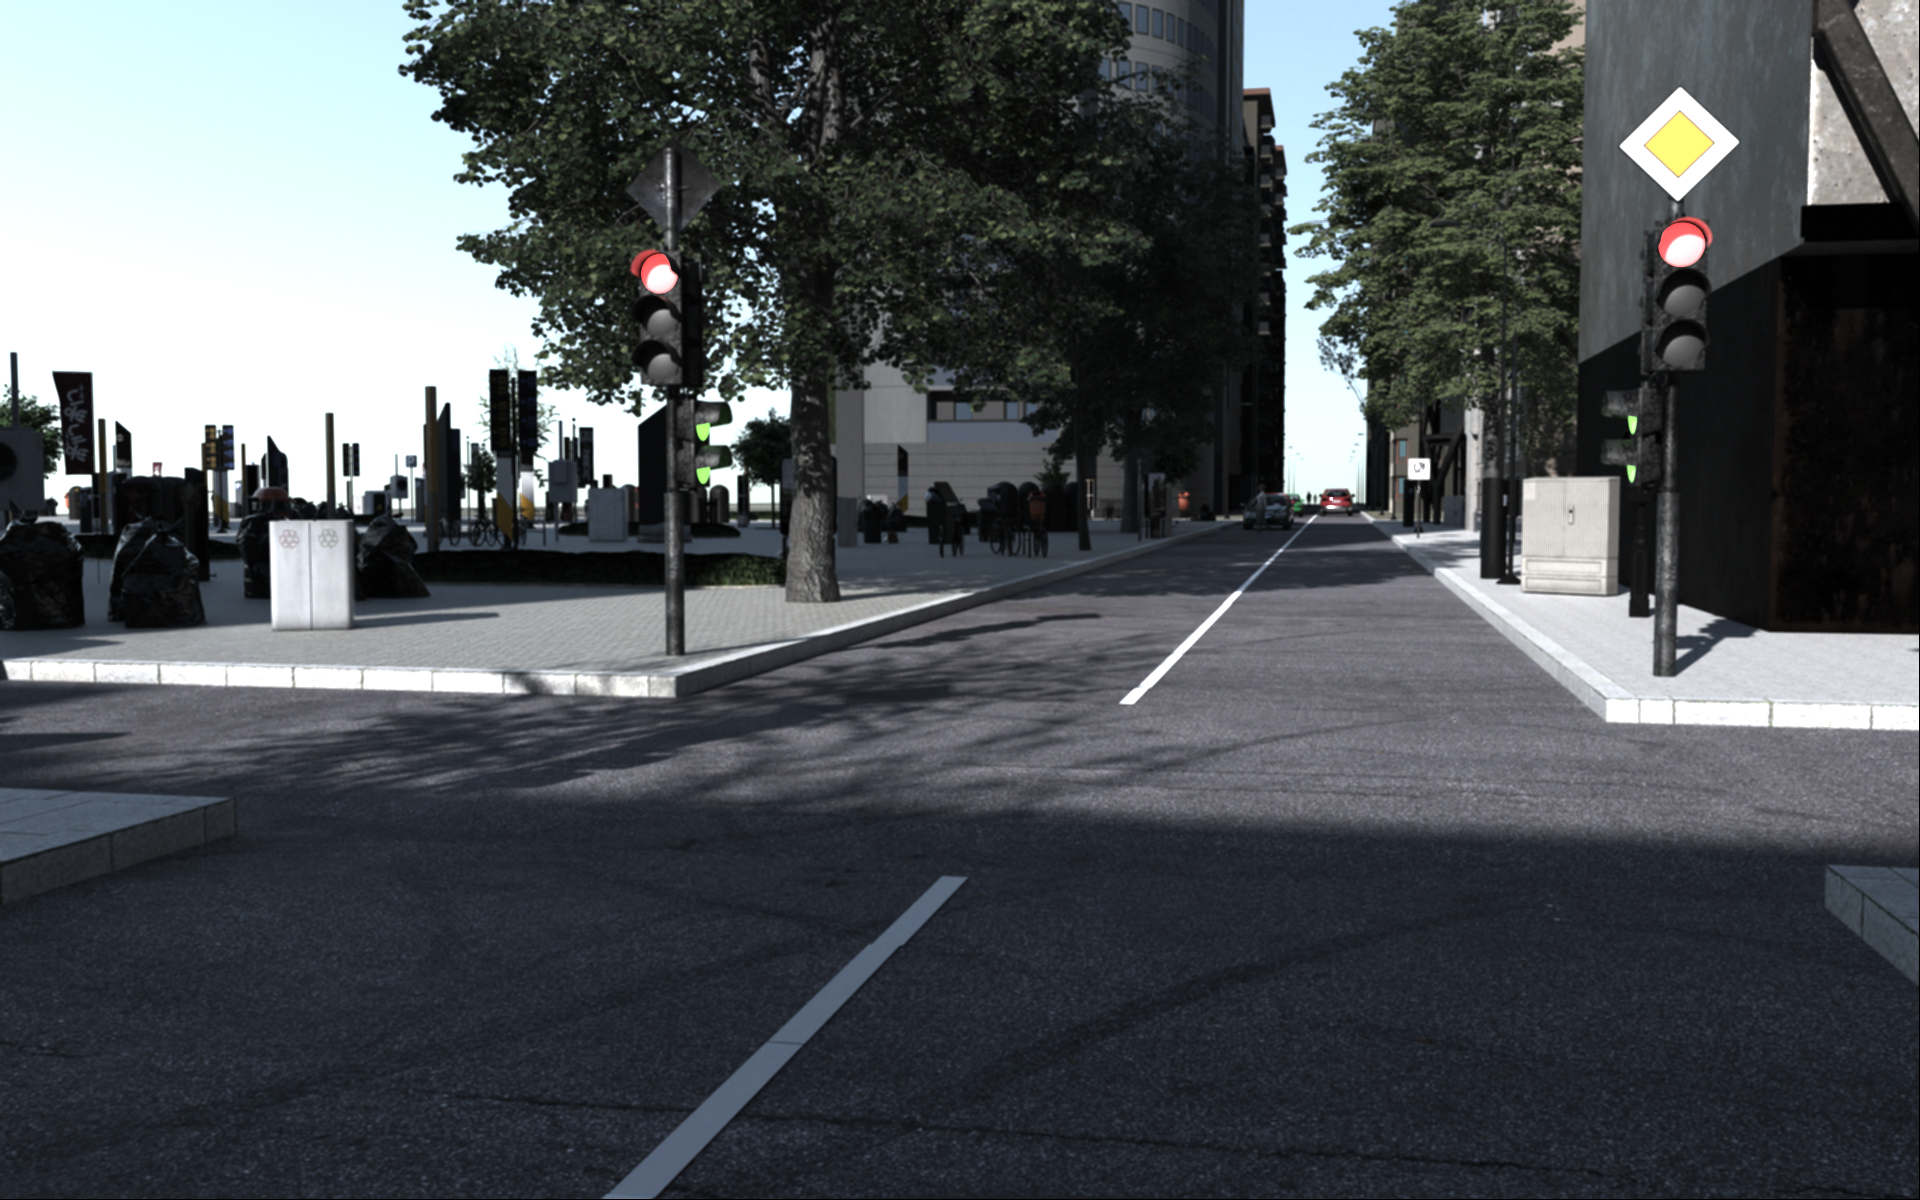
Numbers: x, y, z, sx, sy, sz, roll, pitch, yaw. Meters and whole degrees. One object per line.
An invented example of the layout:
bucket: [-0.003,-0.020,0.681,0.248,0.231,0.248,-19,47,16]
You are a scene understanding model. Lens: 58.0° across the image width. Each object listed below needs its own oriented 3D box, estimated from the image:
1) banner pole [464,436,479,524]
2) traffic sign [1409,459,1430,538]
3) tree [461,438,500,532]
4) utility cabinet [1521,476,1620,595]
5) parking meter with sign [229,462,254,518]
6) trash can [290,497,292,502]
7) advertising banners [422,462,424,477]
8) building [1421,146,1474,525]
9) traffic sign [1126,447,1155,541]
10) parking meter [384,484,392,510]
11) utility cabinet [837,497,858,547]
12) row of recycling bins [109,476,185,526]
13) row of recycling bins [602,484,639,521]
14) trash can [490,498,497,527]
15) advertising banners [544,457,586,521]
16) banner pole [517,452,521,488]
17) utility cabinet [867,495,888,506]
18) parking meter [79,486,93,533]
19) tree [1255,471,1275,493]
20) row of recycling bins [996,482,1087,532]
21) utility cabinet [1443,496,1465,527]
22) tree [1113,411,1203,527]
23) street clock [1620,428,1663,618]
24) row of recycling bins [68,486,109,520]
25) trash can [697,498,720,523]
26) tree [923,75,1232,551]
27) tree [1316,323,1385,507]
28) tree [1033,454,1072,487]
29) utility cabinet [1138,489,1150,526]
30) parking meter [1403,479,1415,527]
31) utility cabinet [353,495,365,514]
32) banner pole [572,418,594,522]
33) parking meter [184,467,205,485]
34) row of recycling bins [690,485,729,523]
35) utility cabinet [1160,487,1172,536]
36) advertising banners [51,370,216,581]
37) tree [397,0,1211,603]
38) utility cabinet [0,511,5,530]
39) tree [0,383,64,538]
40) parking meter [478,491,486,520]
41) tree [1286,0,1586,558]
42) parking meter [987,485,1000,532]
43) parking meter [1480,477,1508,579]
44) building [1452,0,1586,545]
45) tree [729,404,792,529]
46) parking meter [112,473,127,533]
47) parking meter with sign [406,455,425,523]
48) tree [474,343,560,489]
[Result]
banner pole: [-20.934,-5.160,74.386,0.863,3.779,0.401,2,4,27]
traffic sign: [13.300,-2.941,50.212,0.606,2.300,0.079,1,4,18]
tree: [-16.272,-3.978,59.638,1.663,3.219,1.824,0,3,0]
utility cabinet: [7.766,-0.820,22.082,0.318,1.500,1.173,-3,5,-42]
parking meter with sign: [-38.414,-5.890,92.570,0.543,3.016,1.738,1,4,9]
trash can: [-35.030,-4.788,89.940,0.748,1.137,0.748,0,3,0]
advertising banners: [-29.283,-6.063,95.310,0.090,3.025,2.074,-2,4,-32]
building: [28.489,-12.662,74.474,16.820,18.784,16.811,1,4,12]
traffic sign: [4.881,-2.867,46.974,0.768,2.556,0.104,1,4,16]
parking meter: [-31.951,-5.566,96.711,0.399,1.863,0.255,-3,4,-36]
utility cabinet: [-2.744,-1.908,42.361,0.306,1.237,1.020,1,4,9]
row of recycling bins: [-18.420,-2.008,39.948,1.069,1.692,3.534,-1,4,-9]
row of recycling bins: [-13.409,-3.943,71.579,3.534,1.692,1.069,2,4,29]
trash can: [-16.866,-3.177,63.599,0.748,1.137,0.748,0,3,0]
advertising banners: [-18.559,-5.226,81.635,2.074,3.025,0.090,-1,4,-10]
banner pole: [-23.027,-6.199,91.365,0.401,3.779,0.863,3,5,41]
utility cabinet: [-4.094,-4.586,86.149,1.020,1.237,0.306,-2,4,-33]
parking meter: [-28.795,-2.975,57.051,0.372,1.533,0.369,0,3,0]
tree: [26.232,-9.391,148.151,1.663,3.219,1.824,0,3,0]
row of recycling bins: [2.733,-3.160,58.771,3.534,1.692,1.069,-2,4,-27]
utility cabinet: [19.346,-3.457,67.678,0.306,1.237,1.020,-2,4,-26]
tree: [7.679,-5.107,67.213,4.285,4.588,4.351,0,3,0]
street clock: [7.095,-0.824,18.037,0.471,2.002,0.358,2,4,25]
row of recycling bins: [-43.047,-4.906,87.334,3.534,1.692,1.069,-1,4,-12]
trash can: [-8.316,-2.787,57.219,0.748,1.137,0.748,0,3,0]
tree: [2.505,-6.407,39.172,7.601,10.594,8.767,0,4,1]
tree: [41.972,-19.144,168.889,12.611,20.169,13.585,0,3,0]
tree: [4.457,-5.234,80.172,1.663,3.219,1.824,0,3,0]
utility cabinet: [7.757,-3.725,69.587,1.173,1.500,0.318,2,4,25]
parking meter: [17.598,-3.802,67.870,0.399,1.863,0.255,-1,4,-20]
utility cabinet: [-32.638,-5.070,94.061,1.020,1.237,0.306,2,4,35]
banner pole: [-12.419,-4.088,56.862,0.863,3.779,0.401,-1,4,-17]
parking meter: [-16.650,-1.958,37.732,0.399,1.863,0.255,2,4,28]
row of recycling bins: [-11.892,-4.212,75.986,3.534,1.692,1.069,-1,4,-16]
utility cabinet: [6.098,-2.658,52.132,0.318,1.500,1.173,1,4,20]
advertising banners: [-11.915,-1.764,25.033,2.074,3.025,0.090,-2,4,-27]
tree: [-1.872,-6.949,20.265,9.857,13.997,8.962,0,3,0]
utility cabinet: [-34.120,-3.106,61.938,0.306,1.237,1.020,1,4,15]
tree: [-28.071,-4.132,51.265,4.285,4.588,4.351,0,3,0]
parking meter: [-24.047,-4.810,87.058,0.372,1.533,0.369,0,3,0]
tree: [10.254,-7.119,34.527,7.486,12.596,7.792,0,3,0]
parking meter: [0.970,-2.517,49.559,0.372,1.533,0.369,0,3,0]
parking meter: [8.104,-1.093,26.277,0.372,1.533,0.369,0,3,0]
building: [22.180,-16.188,50.584,13.634,28.700,20.117,1,4,12]
tree: [-6.947,-4.899,63.818,4.285,4.588,4.351,0,3,0]
parking meter: [-23.147,-2.570,47.734,0.399,1.863,0.255,3,4,36]
parking meter with sign: [-24.312,-5.031,78.519,0.543,3.016,1.738,1,4,21]
tree: [-21.240,-8.167,83.897,4.737,8.622,4.395,0,3,0]
